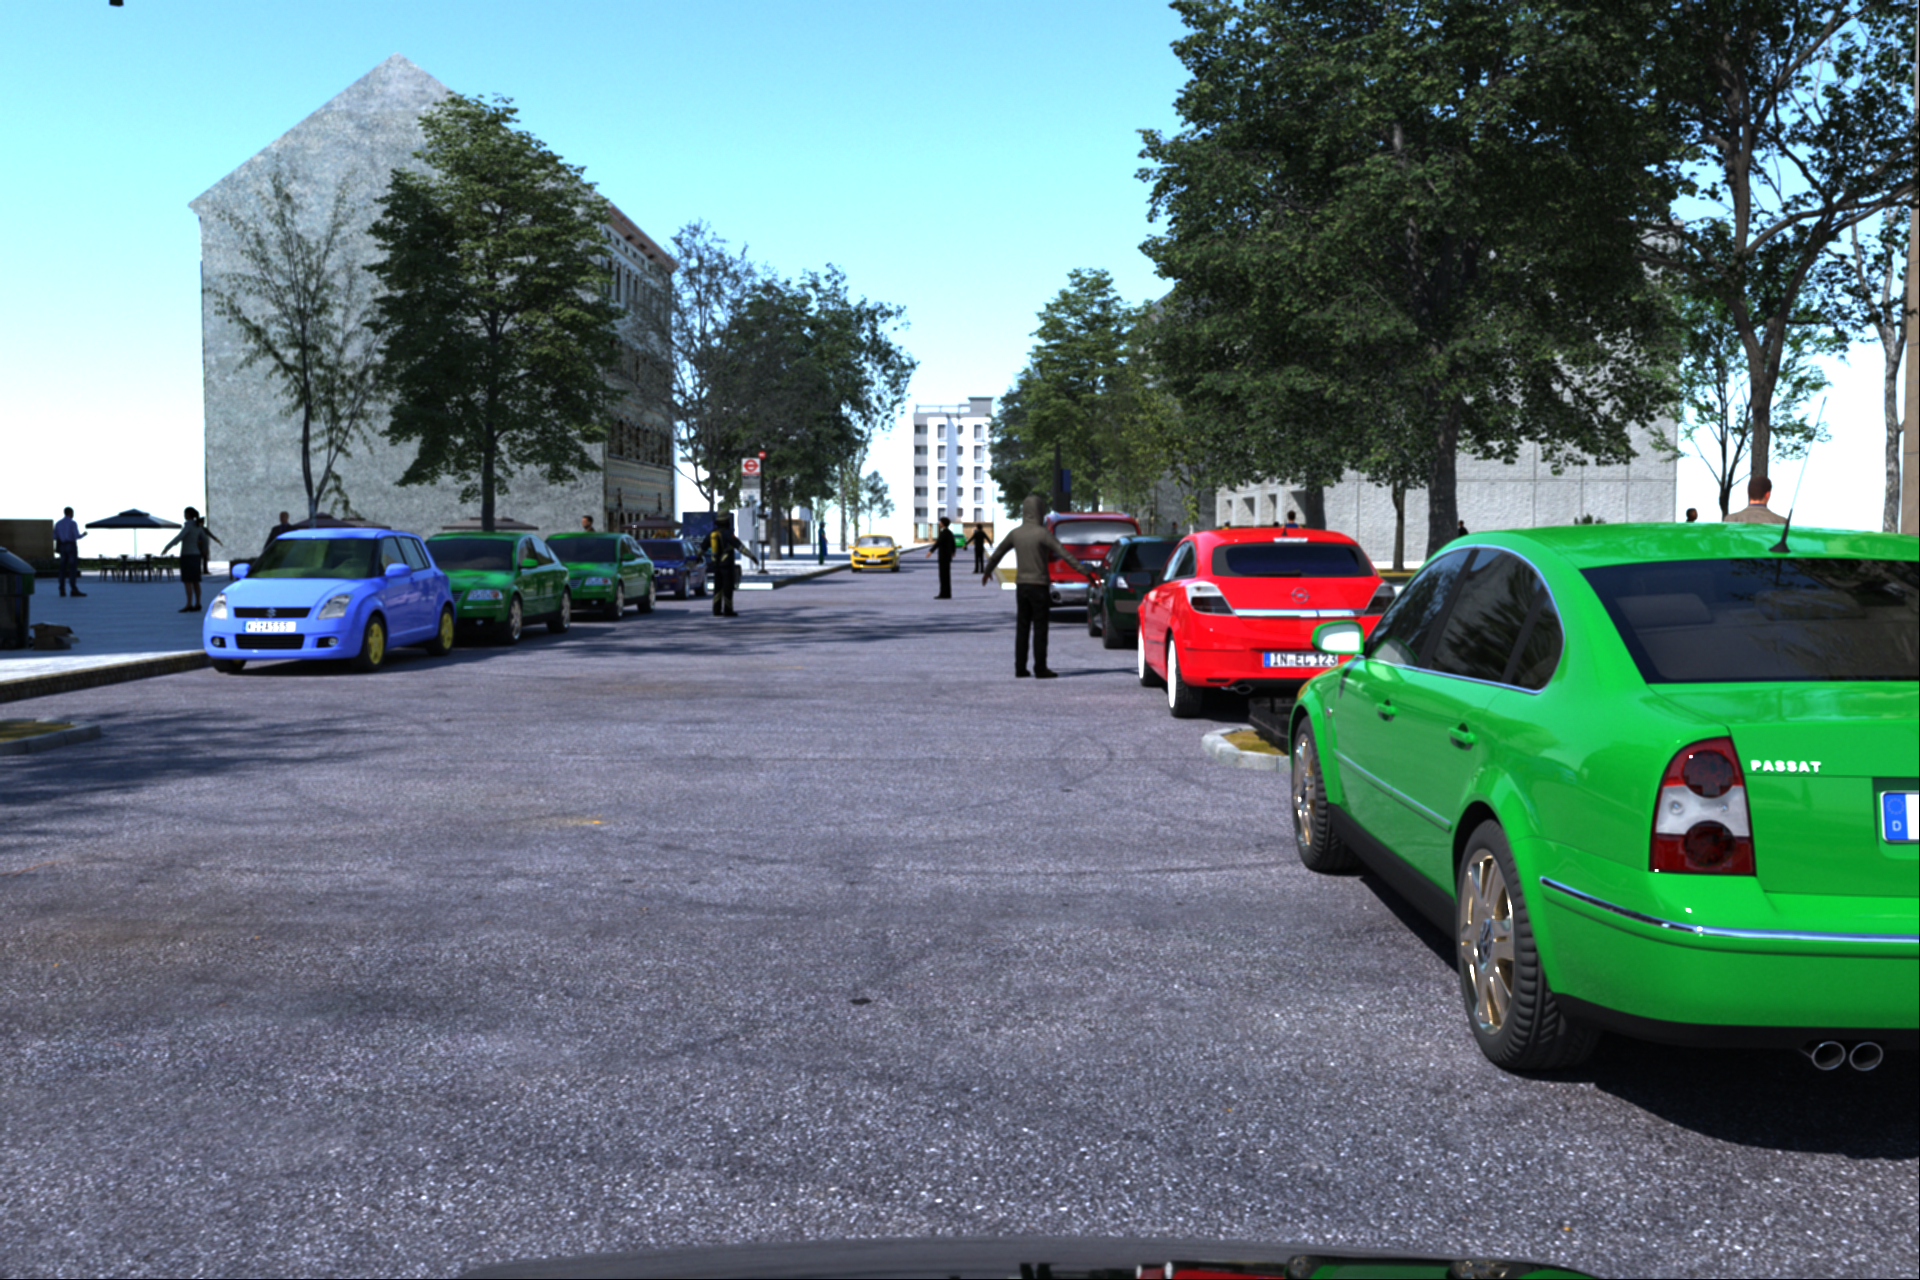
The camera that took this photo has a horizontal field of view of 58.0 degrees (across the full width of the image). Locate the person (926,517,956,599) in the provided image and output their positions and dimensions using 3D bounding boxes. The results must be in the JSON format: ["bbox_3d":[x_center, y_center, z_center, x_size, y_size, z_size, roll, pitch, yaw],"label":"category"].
[{"bbox_3d":[-0.364,-1.814,38.309,0.705,1.806,1.347,2,4,25],"label":"person"}]

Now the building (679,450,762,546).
[{"bbox_3d":[-25.776,-14.999,187.376,9.099,9.664,28.070,0,4,1],"label":"building"}]

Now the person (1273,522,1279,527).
[{"bbox_3d":[11.812,-3.529,64.416,1.216,1.740,0.721,3,5,42],"label":"person"}]

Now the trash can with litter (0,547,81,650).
[{"bbox_3d":[-10.386,-0.485,19.312,1.055,1.170,0.624,0,4,1],"label":"trash can with litter"}]

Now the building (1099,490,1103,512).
[{"bbox_3d":[22.501,-16.568,213.038,9.099,9.664,28.070,0,4,1],"label":"building"}]

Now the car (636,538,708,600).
[{"bbox_3d":[-6.738,-1.600,38.737,1.945,1.354,3.894,0,4,1],"label":"car"}]

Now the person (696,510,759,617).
[{"bbox_3d":[-4.107,-1.341,30.166,1.354,1.856,0.705,2,4,31],"label":"person"}]

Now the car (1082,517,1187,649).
[{"bbox_3d":[2.645,-0.807,22.985,2.009,1.686,4.222,0,4,0],"label":"car"}]

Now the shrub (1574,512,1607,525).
[{"bbox_3d":[21.274,-3.311,58.550,1.690,2.028,1.600,0,3,0],"label":"shrub"}]

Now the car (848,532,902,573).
[{"bbox_3d":[-3.179,-3.377,65.432,2.015,1.641,3.980,0,3,0],"label":"car"}]

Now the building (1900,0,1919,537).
[{"bbox_3d":[27.008,-12.939,14.758,19.351,26.588,34.151,0,4,1],"label":"building"}]

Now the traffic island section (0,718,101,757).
[{"bbox_3d":[-7.051,0.681,11.724,1.991,0.108,1.994,0,4,1],"label":"traffic island section"}]

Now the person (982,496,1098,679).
[{"bbox_3d":[0.743,-0.532,17.288,1.348,1.813,0.705,2,4,35],"label":"person"}]

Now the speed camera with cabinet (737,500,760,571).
[{"bbox_3d":[-7.408,-4.056,60.646,0.660,3.252,2.038,0,3,0],"label":"speed camera with cabinet"}]

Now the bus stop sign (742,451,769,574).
[{"bbox_3d":[-6.571,-4.098,55.701,0.855,3.939,0.416,0,4,2],"label":"bus stop sign"}]

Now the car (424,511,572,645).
[{"bbox_3d":[-6.591,-0.913,23.724,1.959,1.807,4.718,0,4,0],"label":"car"}]

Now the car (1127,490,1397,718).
[{"bbox_3d":[2.558,-0.363,14.975,2.155,1.783,4.494,0,4,1],"label":"car"}]

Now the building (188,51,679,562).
[{"bbox_3d":[-25.525,-15.753,88.483,19.493,23.208,18.063,0,4,1],"label":"building"}]

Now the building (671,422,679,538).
[{"bbox_3d":[-23.340,-10.664,116.508,9.099,9.664,28.070,0,4,1],"label":"building"}]

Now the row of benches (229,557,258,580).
[{"bbox_3d":[-18.224,-2.019,48.481,4.104,0.672,1.422,0,4,-5],"label":"row of benches"}]

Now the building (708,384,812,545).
[{"bbox_3d":[-23.820,-21.414,206.544,16.016,20.090,11.380,0,4,0],"label":"building"}]

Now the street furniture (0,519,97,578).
[{"bbox_3d":[-30.575,-2.609,49.519,11.010,1.723,9.812,2,4,34],"label":"street furniture"}]

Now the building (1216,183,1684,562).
[{"bbox_3d":[24.580,-13.951,94.562,16.747,18.905,31.486,0,4,1],"label":"building"}]

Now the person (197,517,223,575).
[{"bbox_3d":[-23.937,-2.986,54.751,1.347,1.837,0.705,1,4,17],"label":"person"}]

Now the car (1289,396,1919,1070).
[{"bbox_3d":[2.317,0.172,5.992,1.959,1.807,4.718,0,4,1],"label":"car"}]

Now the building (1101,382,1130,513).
[{"bbox_3d":[25.477,-21.908,189.131,19.493,23.208,18.063,0,4,0],"label":"building"}]

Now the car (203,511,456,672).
[{"bbox_3d":[-6.879,-0.582,19.103,1.945,1.707,3.694,0,4,1],"label":"car"}]

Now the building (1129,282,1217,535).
[{"bbox_3d":[22.342,-17.920,123.924,19.493,23.208,18.063,0,4,0],"label":"building"}]

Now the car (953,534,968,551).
[{"bbox_3d":[-0.272,-8.751,151.877,1.959,1.807,4.718,0,4,-1],"label":"car"}]

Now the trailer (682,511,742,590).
[{"bbox_3d":[-6.484,-2.272,44.198,1.471,1.999,3.904,0,4,0],"label":"trailer"}]

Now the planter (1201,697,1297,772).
[{"bbox_3d":[2.616,0.605,11.255,1.991,0.319,1.994,0,4,0],"label":"planter"}]

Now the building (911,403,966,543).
[{"bbox_3d":[-6.427,-23.487,242.889,11.380,20.090,16.016,1,4,9],"label":"building"}]

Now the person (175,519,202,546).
[{"bbox_3d":[-23.624,-2.852,53.095,0.721,1.772,1.216,1,4,13],"label":"person"}]

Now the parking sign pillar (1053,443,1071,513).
[{"bbox_3d":[3.047,-3.899,52.221,1.447,3.967,1.447,0,4,-1],"label":"parking sign pillar"}]

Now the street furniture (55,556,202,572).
[{"bbox_3d":[-32.229,-2.784,61.150,10.072,0.657,5.734,-2,4,-24],"label":"street furniture"}]

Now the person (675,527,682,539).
[{"bbox_3d":[-7.332,-2.499,47.044,0.705,1.806,1.347,3,4,37],"label":"person"}]

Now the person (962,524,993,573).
[{"bbox_3d":[0.685,-3.338,63.220,1.347,1.806,0.705,-3,4,-36],"label":"person"}]

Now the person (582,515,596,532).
[{"bbox_3d":[-7.611,-1.635,35.329,0.704,1.812,1.346,-3,4,-37],"label":"person"}]

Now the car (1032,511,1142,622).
[{"bbox_3d":[2.133,-1.297,29.872,2.281,1.827,5.304,0,4,-1],"label":"car"}]

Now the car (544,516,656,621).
[{"bbox_3d":[-6.474,-1.299,30.036,1.959,1.807,4.718,0,4,1],"label":"car"}]
